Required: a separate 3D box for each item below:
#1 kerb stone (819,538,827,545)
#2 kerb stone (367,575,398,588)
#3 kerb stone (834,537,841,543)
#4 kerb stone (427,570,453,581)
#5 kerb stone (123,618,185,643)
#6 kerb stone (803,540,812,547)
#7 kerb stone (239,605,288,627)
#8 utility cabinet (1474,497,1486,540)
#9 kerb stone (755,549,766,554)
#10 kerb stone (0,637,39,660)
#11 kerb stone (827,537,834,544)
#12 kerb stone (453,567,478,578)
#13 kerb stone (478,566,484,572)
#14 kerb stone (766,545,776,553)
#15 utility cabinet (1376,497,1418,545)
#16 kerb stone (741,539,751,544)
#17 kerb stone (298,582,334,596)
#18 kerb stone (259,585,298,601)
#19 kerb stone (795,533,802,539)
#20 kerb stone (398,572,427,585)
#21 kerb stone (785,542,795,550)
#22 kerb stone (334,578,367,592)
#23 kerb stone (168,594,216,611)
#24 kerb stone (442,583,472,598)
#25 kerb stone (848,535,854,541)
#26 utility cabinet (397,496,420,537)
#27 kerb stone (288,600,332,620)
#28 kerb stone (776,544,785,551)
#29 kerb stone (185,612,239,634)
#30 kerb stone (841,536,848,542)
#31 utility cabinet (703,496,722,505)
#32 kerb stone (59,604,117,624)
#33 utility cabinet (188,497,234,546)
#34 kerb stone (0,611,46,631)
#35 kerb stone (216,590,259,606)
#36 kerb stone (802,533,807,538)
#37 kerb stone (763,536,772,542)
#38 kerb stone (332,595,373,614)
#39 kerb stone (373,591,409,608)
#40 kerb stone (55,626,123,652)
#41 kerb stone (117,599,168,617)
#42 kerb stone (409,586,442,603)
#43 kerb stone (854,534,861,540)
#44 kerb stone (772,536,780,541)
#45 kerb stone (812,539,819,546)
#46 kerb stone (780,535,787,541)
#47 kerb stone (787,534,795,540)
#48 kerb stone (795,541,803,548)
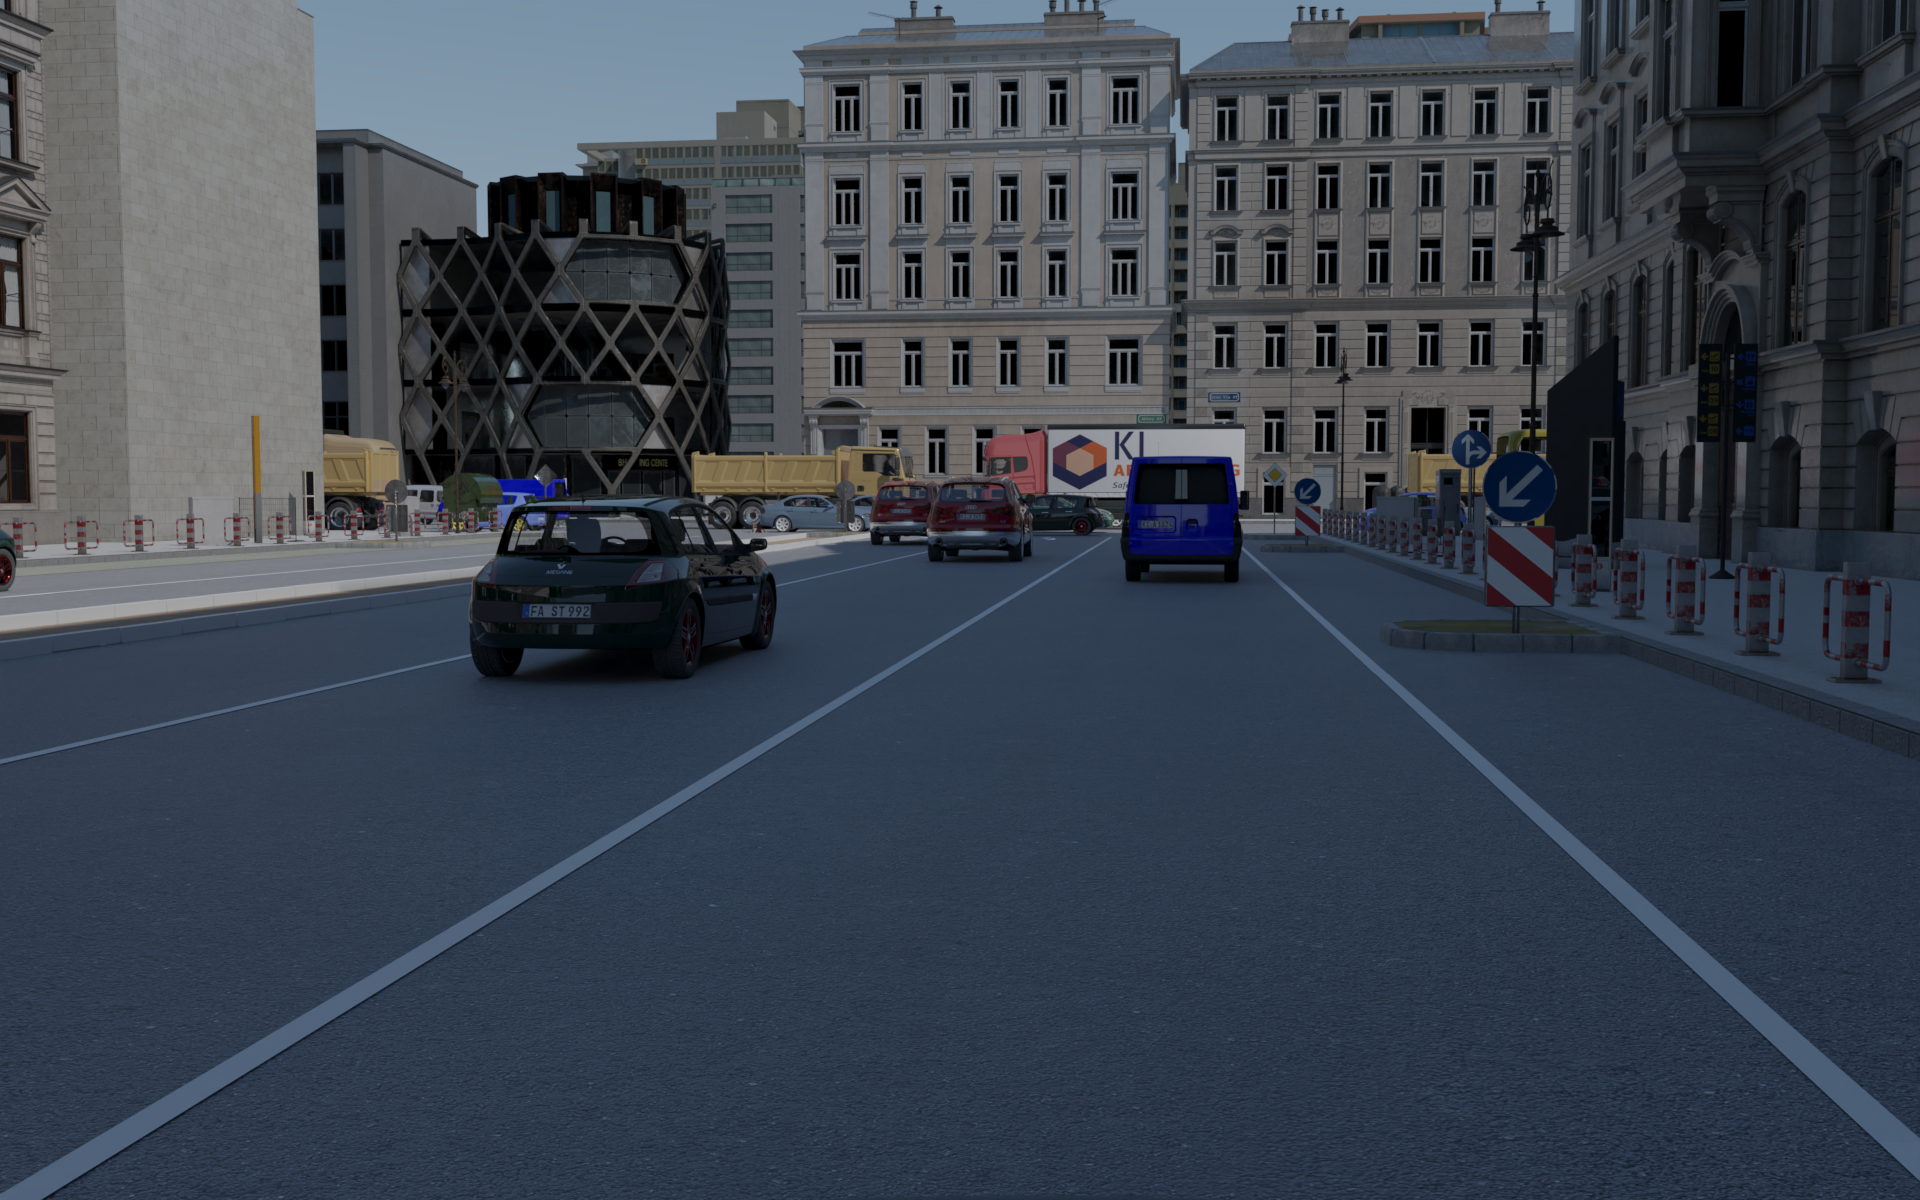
[{"bbox_3d":[-3.978,-1.630,48.839,0.120,0.150,1.000,0,4,7],"label":"kerb stone"},{"bbox_3d":[-8.951,-0.268,26.612,0.120,0.150,1.000,0,4,7],"label":"kerb stone"},{"bbox_3d":[-3.724,-1.754,50.875,0.120,0.150,1.000,0,4,7],"label":"kerb stone"},{"bbox_3d":[-8.696,-0.395,28.649,0.120,0.150,1.000,0,4,7],"label":"kerb stone"},{"bbox_3d":[-8.051,0.312,17.160,0.120,0.150,1.000,0,4,7],"label":"kerb stone"},{"bbox_3d":[-4.244,-1.504,46.788,0.120,0.150,1.000,0,4,7],"label":"kerb stone"},{"bbox_3d":[-7.789,0.184,19.198,0.120,0.150,1.000,0,4,7],"label":"kerb stone"},{"bbox_3d":[14.582,-2.289,48.590,0.306,1.237,1.020,1,4,19],"label":"utility cabinet"},{"bbox_3d":[-4.906,-1.191,41.664,0.120,0.150,1.000,0,4,7],"label":"kerb stone"},{"bbox_3d":[-8.306,0.433,15.124,0.120,0.150,1.000,0,4,7],"label":"kerb stone"},{"bbox_3d":[-3.856,-1.692,49.858,0.120,0.150,1.000,0,4,7],"label":"kerb stone"},{"bbox_3d":[-8.560,-0.451,29.666,0.120,0.150,1.000,0,4,7],"label":"kerb stone"},{"bbox_3d":[-8.436,-0.518,30.685,0.120,0.150,1.000,0,4,7],"label":"kerb stone"},{"bbox_3d":[-4.775,-1.254,42.694,0.120,0.150,1.000,0,4,7],"label":"kerb stone"},{"bbox_3d":[11.171,-2.024,44.262,1.020,1.237,0.306,1,4,19],"label":"utility cabinet"},{"bbox_3d":[-6.069,-1.639,49.058,0.120,0.150,1.000,0,4,7],"label":"kerb stone"},{"bbox_3d":[-9.221,-0.145,24.568,0.120,0.150,1.000,0,4,7],"label":"kerb stone"},{"bbox_3d":[-9.352,-0.079,23.551,0.120,0.150,1.000,0,4,7],"label":"kerb stone"},{"bbox_3d":[-5.290,-2.017,55.175,0.120,0.150,1.000,0,4,7],"label":"kerb stone"},{"bbox_3d":[-8.826,-0.332,27.631,0.120,0.150,1.000,0,4,7],"label":"kerb stone"},{"bbox_3d":[-4.506,-1.371,44.732,0.120,0.150,1.000,0,4,7],"label":"kerb stone"},{"bbox_3d":[-9.090,-0.206,25.590,0.120,0.150,1.000,0,4,7],"label":"kerb stone"},{"bbox_3d":[-9.610,0.050,21.508,0.120,0.150,1.000,0,4,7],"label":"kerb stone"},{"bbox_3d":[-7.135,-0.129,24.298,0.120,0.150,1.000,0,4,7],"label":"kerb stone"},{"bbox_3d":[-3.469,-1.879,52.913,0.120,0.150,1.000,0,4,7],"label":"kerb stone"},{"bbox_3d":[-16.773,-2.539,52.677,0.306,1.237,1.020,0,4,7],"label":"utility cabinet"},{"bbox_3d":[-7.664,0.121,20.224,0.120,0.150,1.000,0,4,7],"label":"kerb stone"},{"bbox_3d":[-4.641,-1.316,43.711,0.120,0.150,1.000,0,4,7],"label":"kerb stone"},{"bbox_3d":[-7.925,0.246,18.179,0.120,0.150,1.000,0,4,7],"label":"kerb stone"},{"bbox_3d":[-3.592,-1.815,51.894,0.120,0.150,1.000,0,4,7],"label":"kerb stone"},{"bbox_3d":[-12.991,-4.900,91.280,1.020,1.237,0.306,-2,4,-30],"label":"utility cabinet"},{"bbox_3d":[-9.868,0.167,19.473,0.120,0.150,1.000,0,4,7],"label":"kerb stone"},{"bbox_3d":[-18.600,-1.950,43.051,1.020,1.237,0.306,-3,5,-42],"label":"utility cabinet"},{"bbox_3d":[-10.007,0.229,18.456,0.120,0.150,1.000,0,4,7],"label":"kerb stone"},{"bbox_3d":[-9.480,-0.015,22.526,0.120,0.150,1.000,0,4,7],"label":"kerb stone"},{"bbox_3d":[-5.153,-2.079,56.191,0.120,0.150,1.000,0,4,7],"label":"kerb stone"},{"bbox_3d":[-5.805,-1.768,51.097,0.120,0.150,1.000,0,4,7],"label":"kerb stone"},{"bbox_3d":[-7.527,0.058,21.245,0.120,0.150,1.000,0,4,7],"label":"kerb stone"},{"bbox_3d":[-7.393,-0.001,22.262,0.120,0.150,1.000,0,4,7],"label":"kerb stone"},{"bbox_3d":[-8.188,0.370,16.143,0.120,0.150,1.000,0,4,7],"label":"kerb stone"},{"bbox_3d":[-9.743,0.106,20.491,0.120,0.150,1.000,0,4,7],"label":"kerb stone"},{"bbox_3d":[-7.264,-0.061,23.280,0.120,0.150,1.000,0,4,7],"label":"kerb stone"},{"bbox_3d":[-3.325,-1.941,53.929,0.120,0.150,1.000,0,4,7],"label":"kerb stone"},{"bbox_3d":[-5.678,-1.830,52.117,0.120,0.150,1.000,0,4,7],"label":"kerb stone"},{"bbox_3d":[-4.117,-1.567,47.819,0.120,0.150,1.000,0,4,7],"label":"kerb stone"},{"bbox_3d":[-5.545,-1.891,53.135,0.120,0.150,1.000,0,4,7],"label":"kerb stone"},{"bbox_3d":[-5.420,-1.951,54.157,0.120,0.150,1.000,0,4,7],"label":"kerb stone"},{"bbox_3d":[-4.379,-1.441,45.757,0.120,0.150,1.000,0,4,7],"label":"kerb stone"}]
